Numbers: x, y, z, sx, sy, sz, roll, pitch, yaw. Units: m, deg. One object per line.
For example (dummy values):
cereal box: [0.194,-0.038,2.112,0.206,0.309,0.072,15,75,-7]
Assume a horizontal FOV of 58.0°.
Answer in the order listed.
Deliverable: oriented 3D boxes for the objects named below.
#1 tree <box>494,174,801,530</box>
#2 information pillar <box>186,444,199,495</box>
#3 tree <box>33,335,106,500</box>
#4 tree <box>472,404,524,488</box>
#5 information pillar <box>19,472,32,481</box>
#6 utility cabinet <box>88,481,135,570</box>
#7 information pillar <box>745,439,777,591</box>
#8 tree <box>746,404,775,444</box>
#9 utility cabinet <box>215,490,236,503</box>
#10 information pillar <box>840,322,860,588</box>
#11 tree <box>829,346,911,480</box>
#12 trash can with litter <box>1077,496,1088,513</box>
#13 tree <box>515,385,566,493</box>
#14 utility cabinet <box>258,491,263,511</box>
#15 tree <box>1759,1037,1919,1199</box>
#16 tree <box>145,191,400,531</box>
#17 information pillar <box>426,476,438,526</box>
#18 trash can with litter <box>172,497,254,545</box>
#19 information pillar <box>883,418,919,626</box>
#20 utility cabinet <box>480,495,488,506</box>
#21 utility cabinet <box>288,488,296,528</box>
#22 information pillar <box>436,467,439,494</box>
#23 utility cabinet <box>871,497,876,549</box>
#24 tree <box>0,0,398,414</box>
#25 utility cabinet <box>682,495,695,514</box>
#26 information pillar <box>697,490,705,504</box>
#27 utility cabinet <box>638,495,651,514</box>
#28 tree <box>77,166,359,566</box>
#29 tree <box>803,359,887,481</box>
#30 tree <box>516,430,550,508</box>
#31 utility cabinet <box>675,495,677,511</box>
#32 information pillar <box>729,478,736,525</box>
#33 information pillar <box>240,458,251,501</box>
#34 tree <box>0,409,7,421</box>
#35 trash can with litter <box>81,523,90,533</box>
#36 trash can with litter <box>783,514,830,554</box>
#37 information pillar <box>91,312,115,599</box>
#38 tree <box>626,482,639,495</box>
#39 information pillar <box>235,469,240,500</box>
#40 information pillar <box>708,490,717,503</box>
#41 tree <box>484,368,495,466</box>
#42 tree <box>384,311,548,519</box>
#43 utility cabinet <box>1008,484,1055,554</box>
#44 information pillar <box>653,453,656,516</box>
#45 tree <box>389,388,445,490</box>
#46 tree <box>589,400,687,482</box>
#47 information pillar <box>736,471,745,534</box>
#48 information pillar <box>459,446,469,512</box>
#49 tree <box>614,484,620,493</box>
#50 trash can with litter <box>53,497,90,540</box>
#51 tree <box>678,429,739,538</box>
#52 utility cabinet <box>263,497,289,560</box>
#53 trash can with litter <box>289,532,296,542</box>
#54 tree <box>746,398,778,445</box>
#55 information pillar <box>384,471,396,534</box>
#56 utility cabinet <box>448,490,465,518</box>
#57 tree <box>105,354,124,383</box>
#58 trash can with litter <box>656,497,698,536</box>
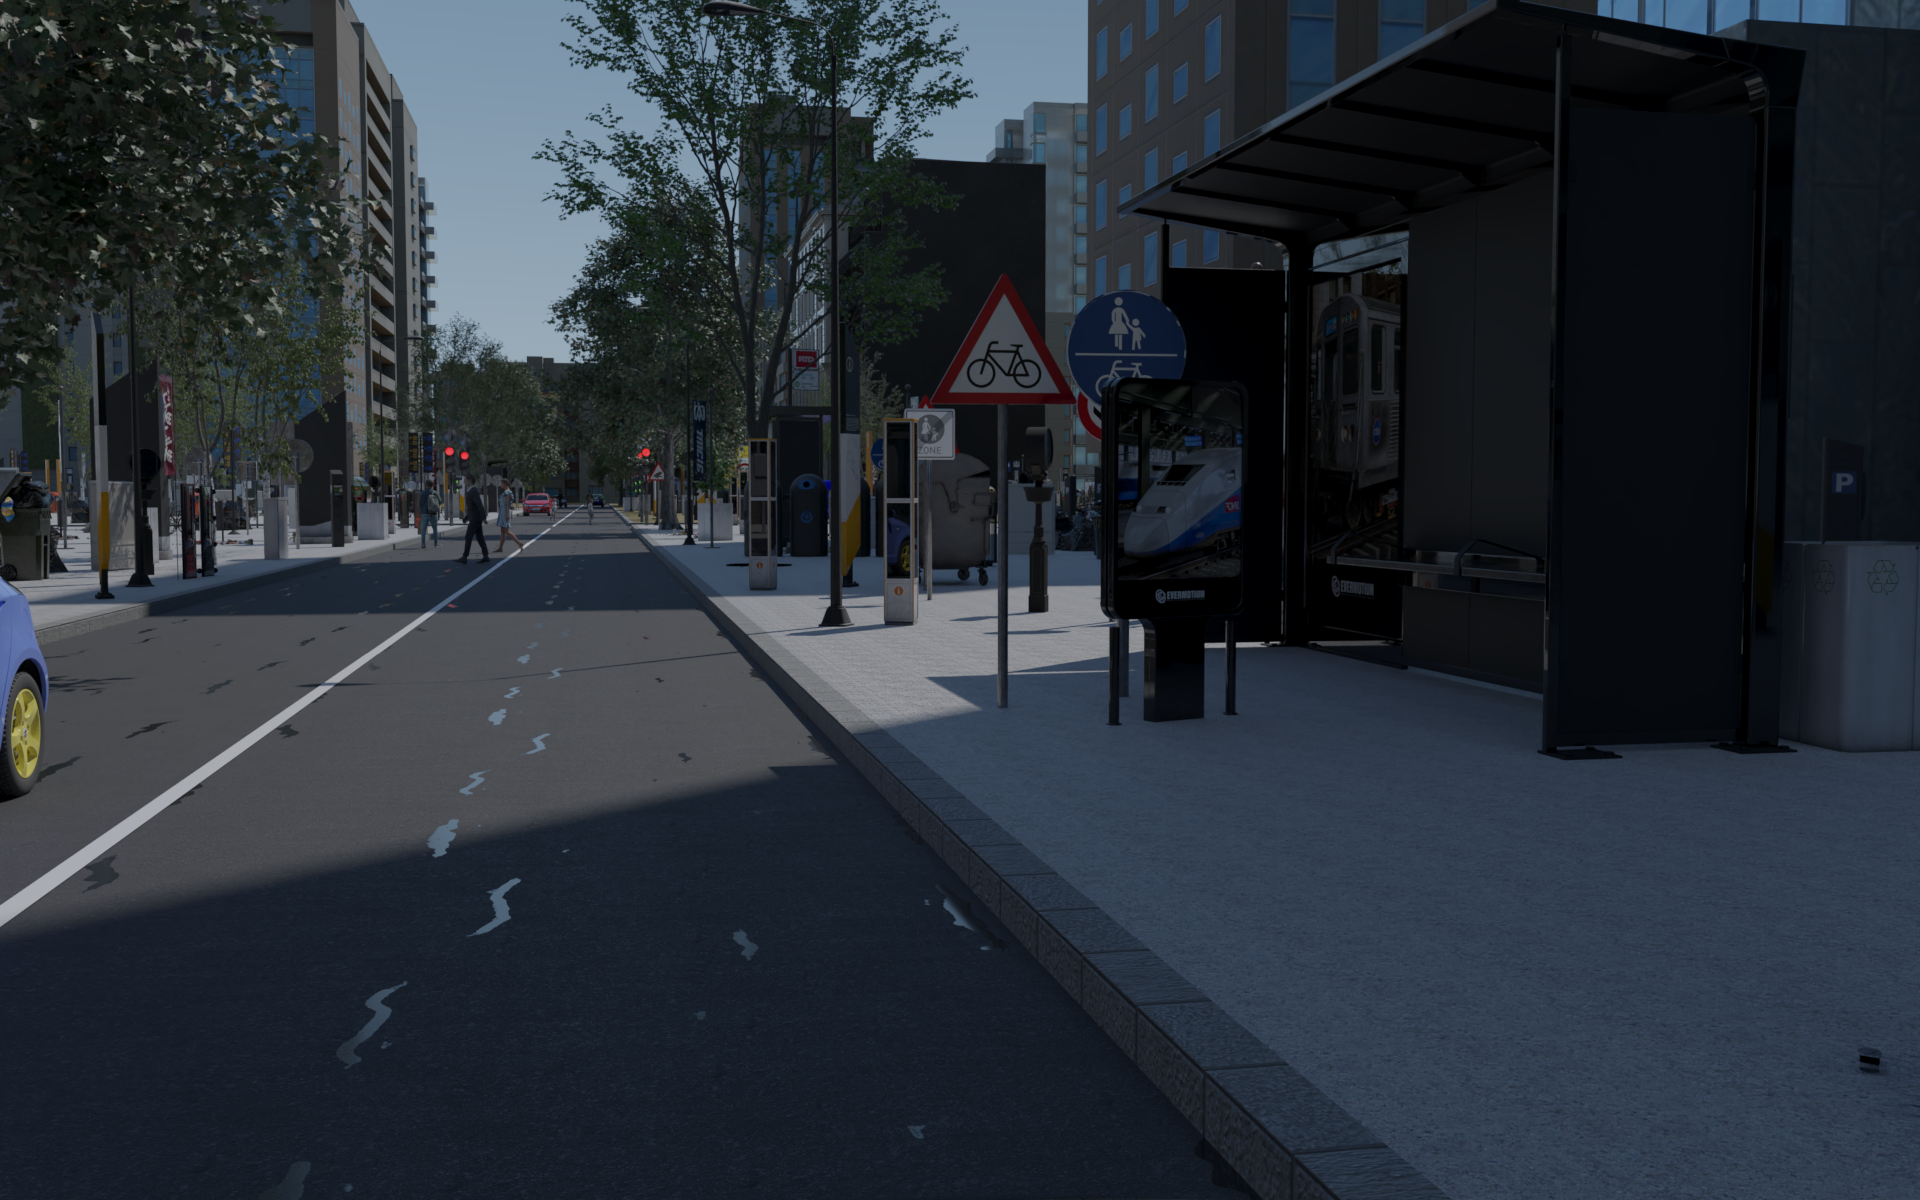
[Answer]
tree: [-10.449,-8.859,61.859,9.611,12.733,9.660,0,3,0]
information pillar: [-34.215,-5.249,77.182,0.183,3.616,0.504,3,5,41]
tree: [-40.988,-8.004,81.230,4.737,8.622,4.395,0,3,0]
tree: [-34.459,-10.963,129.600,4.360,8.622,3.978,0,3,0]
information pillar: [-31.739,-3.323,58.816,0.304,2.012,0.304,1,4,20]
utility cabinet: [-14.257,-1.260,29.272,0.318,1.500,1.173,0,3,0]
information pillar: [-2.626,-1.136,23.073,0.304,2.012,0.304,1,4,12]
tree: [-15.523,-11.428,137.209,4.737,8.622,4.395,0,3,0]
utility cabinet: [-40.868,-5.358,96.286,1.173,1.500,0.318,-3,5,-40]
information pillar: [-1.521,-1.991,23.903,0.183,3.616,0.504,1,4,22]
tree: [-4.511,-8.168,83.903,4.360,8.622,3.978,0,3,0]
trash can with litter: [7.750,-6.097,110.750,1.678,1.210,2.233,2,4,30]
tree: [-42.031,-15.398,169.880,7.486,12.596,7.792,0,3,0]
utility cabinet: [-52.559,-7.475,130.892,1.173,1.500,0.318,0,4,2]
tree: [2.367,-4.719,2.906,9.928,11.665,9.643,0,3,0]
tree: [-14.878,-5.336,37.609,4.737,8.622,4.395,0,3,0]
information pillar: [-21.028,-3.945,69.000,0.304,2.012,0.304,1,4,20]
trash can with litter: [-18.719,-2.021,44.106,2.233,1.210,1.678,1,4,11]
information pillar: [-0.578,-0.765,16.992,0.304,2.012,0.304,0,4,8]
utility cabinet: [-31.312,-6.185,112.284,1.020,1.237,0.306,0,4,4]
utility cabinet: [-24.592,-3.402,64.300,0.318,1.500,1.173,-3,4,-38]
information pillar: [-40.661,-8.753,134.473,0.504,3.616,0.183,-1,4,-21]
utility cabinet: [-1.835,-1.806,40.692,1.020,1.237,0.306,0,4,6]
tree: [-9.423,-5.892,13.335,9.611,12.733,9.660,0,3,0]
utility cabinet: [-16.949,-5.972,108.800,1.020,1.237,0.306,1,4,10]
information pillar: [-14.874,-6.592,99.139,0.504,3.616,0.183,-3,4,-37]
utility cabinet: [-20.406,-6.167,111.988,0.306,1.237,1.020,-3,5,-42]
tree: [-13.416,-4.910,30.635,4.360,8.622,3.978,0,3,0]
tree: [-6.183,-8.820,94.572,4.737,8.622,4.395,0,3,0]
tree: [-41.155,-12.905,161.366,4.737,8.622,4.395,0,3,0]
utility cabinet: [-16.542,-5.407,99.566,0.306,1.237,1.020,0,4,2]
information pillar: [-9.286,-4.066,70.970,0.304,2.012,0.304,-1,4,-21]
information pillar: [-45.071,-7.228,109.535,0.504,3.616,0.183,-1,4,-9]
tree: [-49.617,-8.274,85.644,4.360,8.622,3.978,0,3,0]
trash can with litter: [-28.617,-2.823,57.542,0.624,1.170,1.055,1,4,21]
trash can with litter: [-3.401,-1.645,37.947,1.678,1.210,2.233,2,4,34]
information pillar: [-10.467,-1.820,21.106,0.183,3.616,0.504,-2,4,-32]
tree: [-26.864,-9.164,144.430,1.663,3.219,1.824,0,3,0]
information pillar: [-58.987,-9.188,141.580,0.504,3.616,0.183,1,4,16]
information pillar: [-13.763,-6.424,96.390,0.504,3.616,0.183,-1,4,-20]
tree: [-36.789,-13.725,141.414,9.611,12.733,9.660,0,3,0]
tree: [-25.112,-9.364,87.509,8.767,10.594,7.601,0,4,4]
utility cabinet: [1.427,-1.730,36.957,1.173,1.500,0.318,1,4,14]
information pillar: [-17.526,-6.625,99.669,0.183,3.616,0.504,0,4,7]
tree: [-36.109,-10.100,115.492,4.360,8.622,3.978,0,3,0]
tree: [-25.330,-14.136,137.772,9.857,13.997,8.962,0,3,0]
information pillar: [-6.902,-3.114,55.408,0.304,2.012,0.304,0,4,-4]
information pillar: [-23.281,-5.510,81.446,0.504,3.616,0.183,1,4,10]
tree: [-42.835,-13.761,219.594,1.663,3.219,1.824,0,3,0]
trash can with litter: [-25.468,-2.306,48.762,1.678,1.210,2.233,-1,4,-18]
tree: [-7.221,-3.419,50.509,1.663,3.219,1.824,0,3,0]
utility cabinet: [-13.502,-1.407,34.166,0.306,1.237,1.020,-1,4,-12]
trash can with litter: [-17.373,-2.132,46.250,1.055,1.170,0.624,0,4,-5]
tree: [-15.253,-10.952,129.434,4.360,8.622,3.978,0,3,0]
information pillar: [-18.320,-3.127,55.618,0.304,2.012,0.304,0,4,-8]
utility cabinet: [-27.012,-5.174,93.278,1.173,1.500,0.318,0,4,0]
tree: [-28.988,-7.037,65.421,4.737,8.622,4.395,0,3,0]
trash can with litter: [-8.359,-2.608,53.701,1.678,1.210,2.233,-2,4,-31]
